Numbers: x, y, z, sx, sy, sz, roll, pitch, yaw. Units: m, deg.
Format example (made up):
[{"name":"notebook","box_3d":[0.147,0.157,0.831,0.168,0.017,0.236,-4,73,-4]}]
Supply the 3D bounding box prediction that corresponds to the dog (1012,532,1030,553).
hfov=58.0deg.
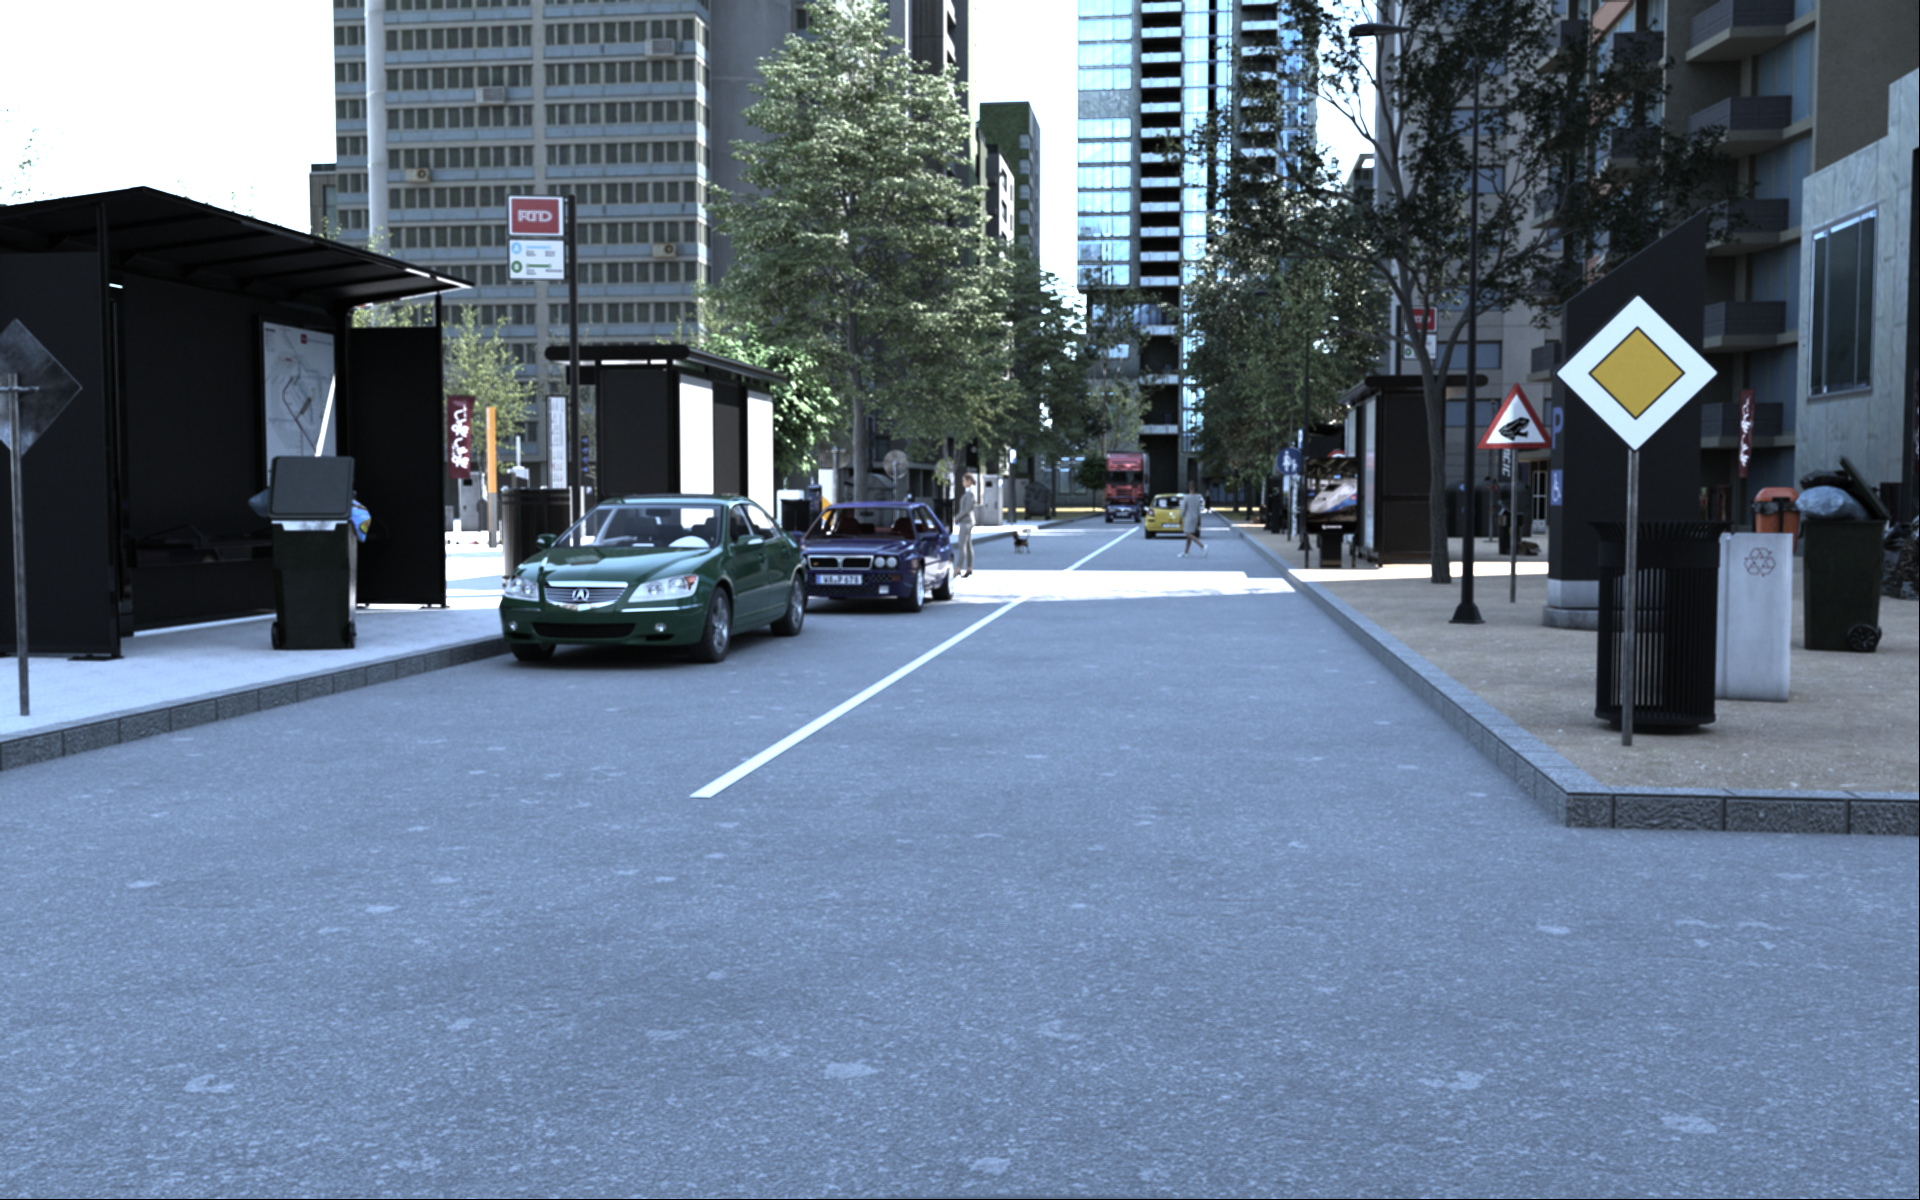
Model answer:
[{"name":"dog","box_3d":[1.473,-1.394,42.077,0.540,0.507,0.406,1,4,16]}]

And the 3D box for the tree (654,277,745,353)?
[{"name":"tree","box_3d":[-8.450,-6.550,57.449,4.737,8.622,4.395,0,3,0]}]

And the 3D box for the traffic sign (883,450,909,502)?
[{"name":"traffic sign","box_3d":[-1.861,-3.051,49.986,0.768,2.556,0.104,1,4,15]}]

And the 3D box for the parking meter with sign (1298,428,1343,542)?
[{"name":"parking meter with sign","box_3d":[9.937,-3.056,46.234,1.738,3.016,0.543,0,4,-2]}]

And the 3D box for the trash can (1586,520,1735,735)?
[{"name":"trash can","box_3d":[3.789,0.137,9.420,0.748,1.137,0.748,0,3,0]}]

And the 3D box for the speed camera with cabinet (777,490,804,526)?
[{"name":"speed camera with cabinet","box_3d":[-7.412,-4.673,70.740,2.038,3.252,0.660,1,4,15]}]

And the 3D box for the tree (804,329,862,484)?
[{"name":"tree","box_3d":[-6.245,-7.689,76.084,4.737,8.622,4.395,0,3,0]}]

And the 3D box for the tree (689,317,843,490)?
[{"name":"tree","box_3d":[-3.873,-2.961,32.129,4.285,4.588,4.351,0,3,0]}]

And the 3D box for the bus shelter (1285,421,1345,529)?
[{"name":"bus shelter","box_3d":[11.981,-4.111,58.496,1.731,3.624,6.357,0,4,8]}]

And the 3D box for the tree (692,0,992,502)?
[{"name":"tree","box_3d":[-2.689,-7.469,40.246,7.486,12.596,7.792,0,3,0]}]

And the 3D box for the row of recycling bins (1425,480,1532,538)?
[{"name":"row of recycling bins","box_3d":[15.240,-2.712,51.449,3.534,1.692,1.069,-1,4,-11]}]

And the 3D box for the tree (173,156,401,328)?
[{"name":"tree","box_3d":[-15.911,-5.401,38.675,4.737,8.622,4.395,0,3,0]}]

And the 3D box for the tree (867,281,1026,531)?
[{"name":"tree","box_3d":[-0.103,-6.678,59.553,4.737,8.622,4.395,0,3,0]}]

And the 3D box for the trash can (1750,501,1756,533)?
[{"name":"trash can","box_3d":[17.464,-1.578,37.462,0.748,1.137,0.748,0,3,0]}]

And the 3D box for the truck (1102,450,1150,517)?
[{"name":"truck","box_3d":[10.881,-7.545,112.274,2.839,4.237,11.283,0,4,8]}]

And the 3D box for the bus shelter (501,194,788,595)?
[{"name":"bus shelter","box_3d":[-4.632,-2.948,25.833,2.179,5.291,8.768,0,4,8]}]

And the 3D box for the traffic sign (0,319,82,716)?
[{"name":"traffic sign","box_3d":[-5.415,-0.387,9.969,0.795,2.450,0.064,0,4,8]}]

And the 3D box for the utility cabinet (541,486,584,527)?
[{"name":"utility cabinet","box_3d":[-11.334,-2.490,49.387,1.173,1.500,0.318,-2,4,-26]}]

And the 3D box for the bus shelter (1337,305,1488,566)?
[{"name":"bus shelter","box_3d":[8.769,-3.488,34.654,2.179,5.291,8.768,0,4,8]}]

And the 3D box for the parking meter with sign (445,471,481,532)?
[{"name":"parking meter with sign","box_3d":[-16.529,-3.796,58.327,1.738,3.016,0.543,-1,4,-19]}]

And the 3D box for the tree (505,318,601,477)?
[{"name":"tree","box_3d":[-16.063,-7.512,73.182,4.360,8.622,3.978,0,3,0]}]

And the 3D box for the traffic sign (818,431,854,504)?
[{"name":"traffic sign","box_3d":[-2.501,-2.120,34.766,0.768,2.556,0.104,1,4,13]}]

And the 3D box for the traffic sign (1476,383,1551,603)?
[{"name":"traffic sign","box_3d":[6.536,-1.248,20.415,0.884,2.594,0.081,1,4,14]}]

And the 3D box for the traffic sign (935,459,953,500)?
[{"name":"traffic sign","box_3d":[-0.555,-3.841,62.904,0.768,2.556,0.104,1,4,13]}]

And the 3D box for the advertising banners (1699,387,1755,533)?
[{"name":"advertising banners","box_3d":[13.021,-2.038,29.515,0.090,3.025,2.074,0,4,0]}]

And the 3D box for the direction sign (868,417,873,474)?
[{"name":"direction sign","box_3d":[-2.641,-3.623,51.237,0.379,3.537,0.876,0,4,4]}]

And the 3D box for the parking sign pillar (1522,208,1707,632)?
[{"name":"parking sign pillar","box_3d":[6.391,-1.723,16.640,1.447,3.967,1.447,0,4,1]}]

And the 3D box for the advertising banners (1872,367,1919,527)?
[{"name":"advertising banners","box_3d":[12.740,-1.684,23.714,2.074,3.025,0.090,-2,4,-31]}]

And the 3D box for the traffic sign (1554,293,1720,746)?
[{"name":"traffic sign","box_3d":[3.398,-0.314,8.770,0.795,2.450,0.064,0,4,8]}]

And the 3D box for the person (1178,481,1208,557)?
[{"name":"person","box_3d":[5.286,-1.834,39.236,0.760,1.731,0.466,2,4,29]}]

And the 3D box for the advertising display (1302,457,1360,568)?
[{"name":"advertising display","box_3d":[6.454,-1.523,30.121,0.974,1.923,0.123,0,4,-8]}]

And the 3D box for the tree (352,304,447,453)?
[{"name":"tree","box_3d":[-19.991,-6.516,56.905,4.360,8.622,3.978,0,3,0]}]

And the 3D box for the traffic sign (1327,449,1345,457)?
[{"name":"traffic sign","box_3d":[10.829,-3.027,49.601,0.768,2.556,0.104,1,4,15]}]

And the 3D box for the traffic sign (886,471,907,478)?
[{"name":"traffic sign","box_3d":[-2.073,-3.421,56.033,0.768,2.556,0.104,1,4,11]}]

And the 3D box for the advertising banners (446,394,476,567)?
[{"name":"advertising banners","box_3d":[-9.435,-2.079,30.186,2.074,3.025,0.090,-2,4,-33]}]

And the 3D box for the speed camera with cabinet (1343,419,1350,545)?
[{"name":"speed camera with cabinet","box_3d":[10.223,-3.081,44.714,0.660,3.252,2.038,0,4,8]}]

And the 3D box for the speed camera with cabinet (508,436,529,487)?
[{"name":"speed camera with cabinet","box_3d":[-14.504,-3.995,59.656,2.038,3.252,0.660,-1,4,-19]}]

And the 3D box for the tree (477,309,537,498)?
[{"name":"tree","box_3d":[-18.369,-7.120,66.778,4.737,8.622,4.395,0,3,0]}]

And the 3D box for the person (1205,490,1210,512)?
[{"name":"person","box_3d":[19.249,-7.703,135.178,0.721,1.736,1.217,1,4,11]}]

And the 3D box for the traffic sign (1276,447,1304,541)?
[{"name":"traffic sign","box_3d":[8.987,-2.881,47.204,0.768,2.556,0.104,0,4,8]}]

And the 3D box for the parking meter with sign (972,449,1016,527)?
[{"name":"parking meter with sign","box_3d":[1.300,-4.375,67.793,1.738,3.016,0.543,2,4,29]}]

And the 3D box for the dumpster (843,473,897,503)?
[{"name":"dumpster","box_3d":[-2.538,-2.615,48.509,1.264,1.857,1.865,0,4,8]}]

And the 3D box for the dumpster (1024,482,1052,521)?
[{"name":"dumpster","box_3d":[3.767,-4.788,84.046,1.264,1.857,1.865,0,4,8]}]

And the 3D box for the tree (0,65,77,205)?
[{"name":"tree","box_3d":[-16.733,-4.801,28.856,4.360,8.622,3.978,0,3,0]}]

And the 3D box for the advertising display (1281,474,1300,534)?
[{"name":"advertising display","box_3d":[10.751,-3.067,55.354,0.974,1.923,0.123,0,4,-3]}]

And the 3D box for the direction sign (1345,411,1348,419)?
[{"name":"direction sign","box_3d":[10.598,-3.367,47.051,0.379,3.537,0.876,0,4,-6]}]

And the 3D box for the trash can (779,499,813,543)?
[{"name":"trash can","box_3d":[-3.800,-1.753,40.309,0.748,1.137,0.748,0,3,0]}]

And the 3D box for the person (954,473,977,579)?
[{"name":"person","box_3d":[0.019,-1.267,29.491,0.573,1.790,0.520,-1,4,-14]}]

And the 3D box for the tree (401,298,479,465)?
[{"name":"tree","box_3d":[-16.285,-5.909,46.976,4.737,8.622,4.395,0,3,0]}]

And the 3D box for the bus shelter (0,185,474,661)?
[{"name":"bus shelter","box_3d":[-6.646,-1.536,16.402,1.731,3.624,6.357,0,4,8]}]

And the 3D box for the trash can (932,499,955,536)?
[{"name":"trash can","box_3d":[-0.505,-2.568,53.648,0.748,1.137,0.748,0,3,0]}]

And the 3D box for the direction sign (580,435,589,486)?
[{"name":"direction sign","box_3d":[-14.672,-4.583,66.929,0.876,3.537,0.379,2,4,33]}]

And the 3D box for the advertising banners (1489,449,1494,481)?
[{"name":"advertising banners","box_3d":[16.800,-3.630,55.540,0.090,3.025,2.074,3,4,36]}]

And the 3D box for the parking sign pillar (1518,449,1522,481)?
[{"name":"parking sign pillar","box_3d":[26.143,-5.535,78.976,1.447,3.967,1.447,0,4,4]}]

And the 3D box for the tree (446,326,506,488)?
[{"name":"tree","box_3d":[-21.825,-7.621,74.961,4.360,8.622,3.978,0,3,0]}]
